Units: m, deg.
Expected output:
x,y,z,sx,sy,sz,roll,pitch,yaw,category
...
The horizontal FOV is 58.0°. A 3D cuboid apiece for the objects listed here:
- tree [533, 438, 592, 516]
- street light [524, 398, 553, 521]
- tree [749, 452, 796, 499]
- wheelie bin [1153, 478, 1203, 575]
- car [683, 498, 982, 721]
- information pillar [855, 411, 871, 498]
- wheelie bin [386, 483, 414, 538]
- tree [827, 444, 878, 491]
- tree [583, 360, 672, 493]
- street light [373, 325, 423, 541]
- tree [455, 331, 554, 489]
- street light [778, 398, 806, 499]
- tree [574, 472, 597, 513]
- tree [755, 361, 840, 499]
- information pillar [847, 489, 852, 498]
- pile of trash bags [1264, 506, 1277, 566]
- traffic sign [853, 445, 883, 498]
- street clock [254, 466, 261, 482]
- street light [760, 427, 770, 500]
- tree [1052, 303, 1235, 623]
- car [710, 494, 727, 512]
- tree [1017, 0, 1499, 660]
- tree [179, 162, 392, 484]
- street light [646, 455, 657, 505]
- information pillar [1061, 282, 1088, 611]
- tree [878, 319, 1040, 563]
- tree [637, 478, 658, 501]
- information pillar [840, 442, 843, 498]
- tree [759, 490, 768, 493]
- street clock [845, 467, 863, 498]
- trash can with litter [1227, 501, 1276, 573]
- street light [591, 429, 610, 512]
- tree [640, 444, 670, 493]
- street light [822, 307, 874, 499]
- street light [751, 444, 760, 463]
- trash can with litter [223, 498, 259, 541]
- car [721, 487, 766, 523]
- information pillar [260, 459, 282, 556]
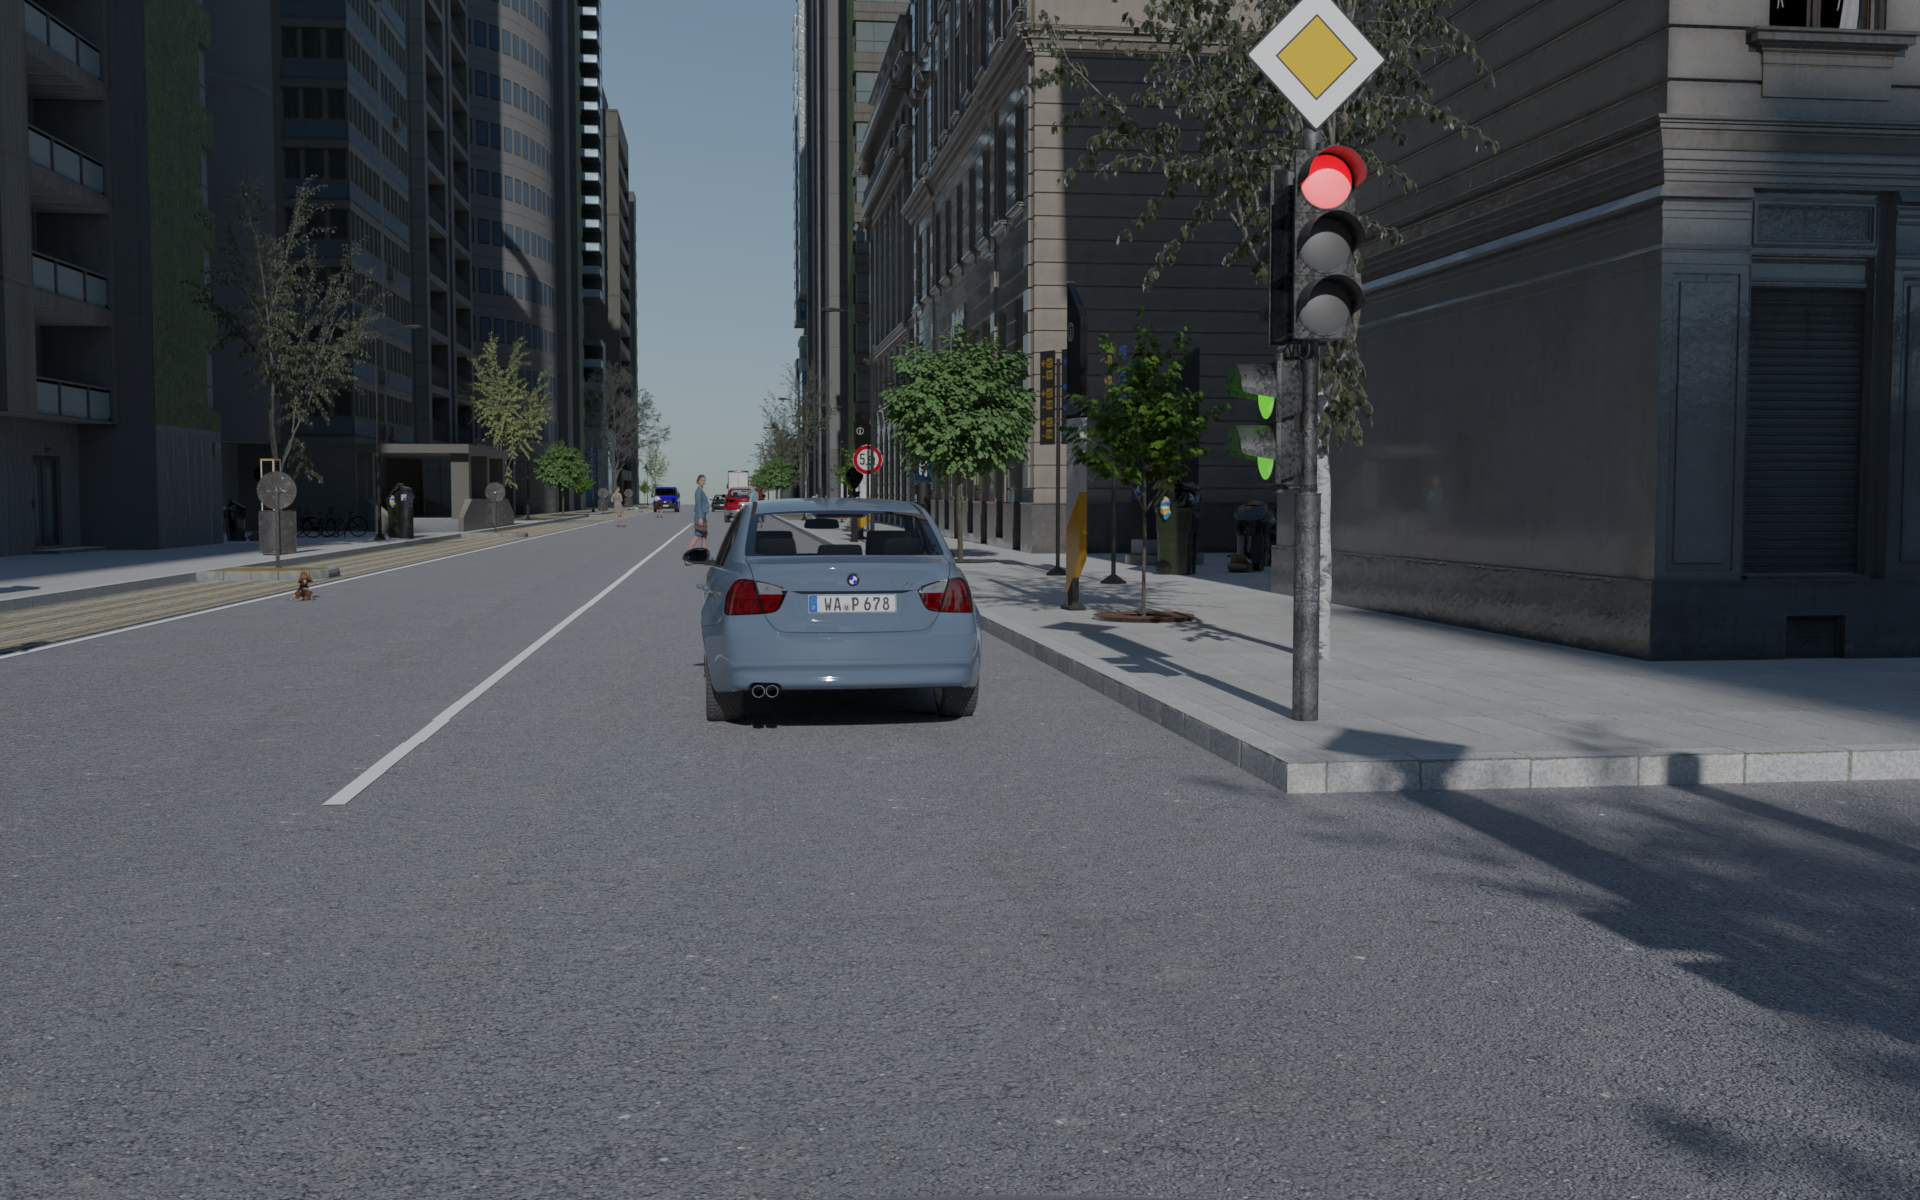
x,y,z,sx,sy,sz,roll,pitch,yaw,category
-23.356,-7.237,102.031,4.285,4.588,4.351,0,3,0,tree
-20.392,-6.809,83.868,1.470,5.913,1.316,0,4,-8,street light
-14.366,-9.361,136.769,4.285,4.588,4.351,0,3,0,tree
3.501,-1.210,27.687,0.693,1.594,0.980,1,4,20,wheelie bin
-0.953,-0.019,12.312,2.014,1.417,4.499,-1,4,-9,car
-2.746,-3.523,48.959,0.504,3.616,0.183,-1,4,-16,information pillar
-16.436,-2.628,50.884,0.693,1.594,0.980,0,4,-4,wheelie bin
-3.438,-3.958,59.316,1.663,3.219,1.824,0,3,0,tree
-31.324,-15.098,157.220,12.009,13.543,11.850,0,3,0,tree
-15.452,-4.593,47.629,1.470,5.913,1.316,0,4,-8,street light
-20.856,-7.899,79.518,4.737,8.622,4.395,0,3,0,tree
-8.053,-6.791,83.571,1.470,5.913,1.316,0,4,-8,street light
-26.158,-7.637,119.466,1.663,3.219,1.824,0,3,0,tree
-8.679,-8.800,94.243,4.360,8.622,3.978,0,3,0,tree
-4.027,-3.698,64.954,0.304,2.012,0.304,3,5,41,information pillar
7.075,-1.267,30.471,3.447,1.369,1.912,0,4,7,pile of trash bags
-2.387,-2.737,44.861,0.768,2.556,0.104,0,4,-4,traffic sign
-17.477,-2.386,43.587,0.471,2.002,0.358,0,4,-2,street clock
-12.894,-9.014,119.925,1.470,5.913,1.316,0,4,-8,street light
1.870,-1.417,17.776,1.663,3.219,1.824,0,3,0,tree
-19.122,-7.921,139.299,2.009,1.686,4.222,-1,4,-9,car
2.567,-3.839,13.125,4.360,8.622,3.978,0,3,0,tree
-15.387,-5.454,39.543,4.360,8.622,3.978,0,3,0,tree
-36.783,-14.326,206.763,1.470,5.913,1.316,0,4,-8,street light
1.274,-1.691,19.003,0.183,3.616,0.504,-1,4,-14,information pillar
0.036,-2.996,32.704,4.285,4.588,4.351,0,3,0,tree
-36.809,-12.734,202.807,1.663,3.219,1.824,0,3,0,tree
-5.321,-5.290,77.841,0.183,3.616,0.504,-1,4,-10,information pillar
-25.708,-14.003,223.547,1.663,3.219,1.824,0,3,0,tree
-2.820,-2.549,46.240,0.471,2.002,0.358,-1,4,-9,street clock
4.792,-1.053,28.601,0.624,1.170,1.055,2,4,24,trash can with litter
-25.554,-9.210,123.132,1.470,5.913,1.316,0,4,-8,street light
-40.245,-16.992,228.176,4.737,8.622,4.395,0,3,0,tree
-2.736,-4.325,43.263,1.470,5.913,1.316,0,4,-8,street light
-18.275,-11.470,160.082,1.470,5.913,1.316,0,4,-8,street light
-19.511,-2.190,47.200,1.055,1.170,0.624,-3,5,-40,trash can with litter
-11.073,-4.897,88.732,2.281,1.827,5.304,0,4,-8,car
-14.408,-1.942,36.248,0.304,2.012,0.304,0,4,5,information pillar
